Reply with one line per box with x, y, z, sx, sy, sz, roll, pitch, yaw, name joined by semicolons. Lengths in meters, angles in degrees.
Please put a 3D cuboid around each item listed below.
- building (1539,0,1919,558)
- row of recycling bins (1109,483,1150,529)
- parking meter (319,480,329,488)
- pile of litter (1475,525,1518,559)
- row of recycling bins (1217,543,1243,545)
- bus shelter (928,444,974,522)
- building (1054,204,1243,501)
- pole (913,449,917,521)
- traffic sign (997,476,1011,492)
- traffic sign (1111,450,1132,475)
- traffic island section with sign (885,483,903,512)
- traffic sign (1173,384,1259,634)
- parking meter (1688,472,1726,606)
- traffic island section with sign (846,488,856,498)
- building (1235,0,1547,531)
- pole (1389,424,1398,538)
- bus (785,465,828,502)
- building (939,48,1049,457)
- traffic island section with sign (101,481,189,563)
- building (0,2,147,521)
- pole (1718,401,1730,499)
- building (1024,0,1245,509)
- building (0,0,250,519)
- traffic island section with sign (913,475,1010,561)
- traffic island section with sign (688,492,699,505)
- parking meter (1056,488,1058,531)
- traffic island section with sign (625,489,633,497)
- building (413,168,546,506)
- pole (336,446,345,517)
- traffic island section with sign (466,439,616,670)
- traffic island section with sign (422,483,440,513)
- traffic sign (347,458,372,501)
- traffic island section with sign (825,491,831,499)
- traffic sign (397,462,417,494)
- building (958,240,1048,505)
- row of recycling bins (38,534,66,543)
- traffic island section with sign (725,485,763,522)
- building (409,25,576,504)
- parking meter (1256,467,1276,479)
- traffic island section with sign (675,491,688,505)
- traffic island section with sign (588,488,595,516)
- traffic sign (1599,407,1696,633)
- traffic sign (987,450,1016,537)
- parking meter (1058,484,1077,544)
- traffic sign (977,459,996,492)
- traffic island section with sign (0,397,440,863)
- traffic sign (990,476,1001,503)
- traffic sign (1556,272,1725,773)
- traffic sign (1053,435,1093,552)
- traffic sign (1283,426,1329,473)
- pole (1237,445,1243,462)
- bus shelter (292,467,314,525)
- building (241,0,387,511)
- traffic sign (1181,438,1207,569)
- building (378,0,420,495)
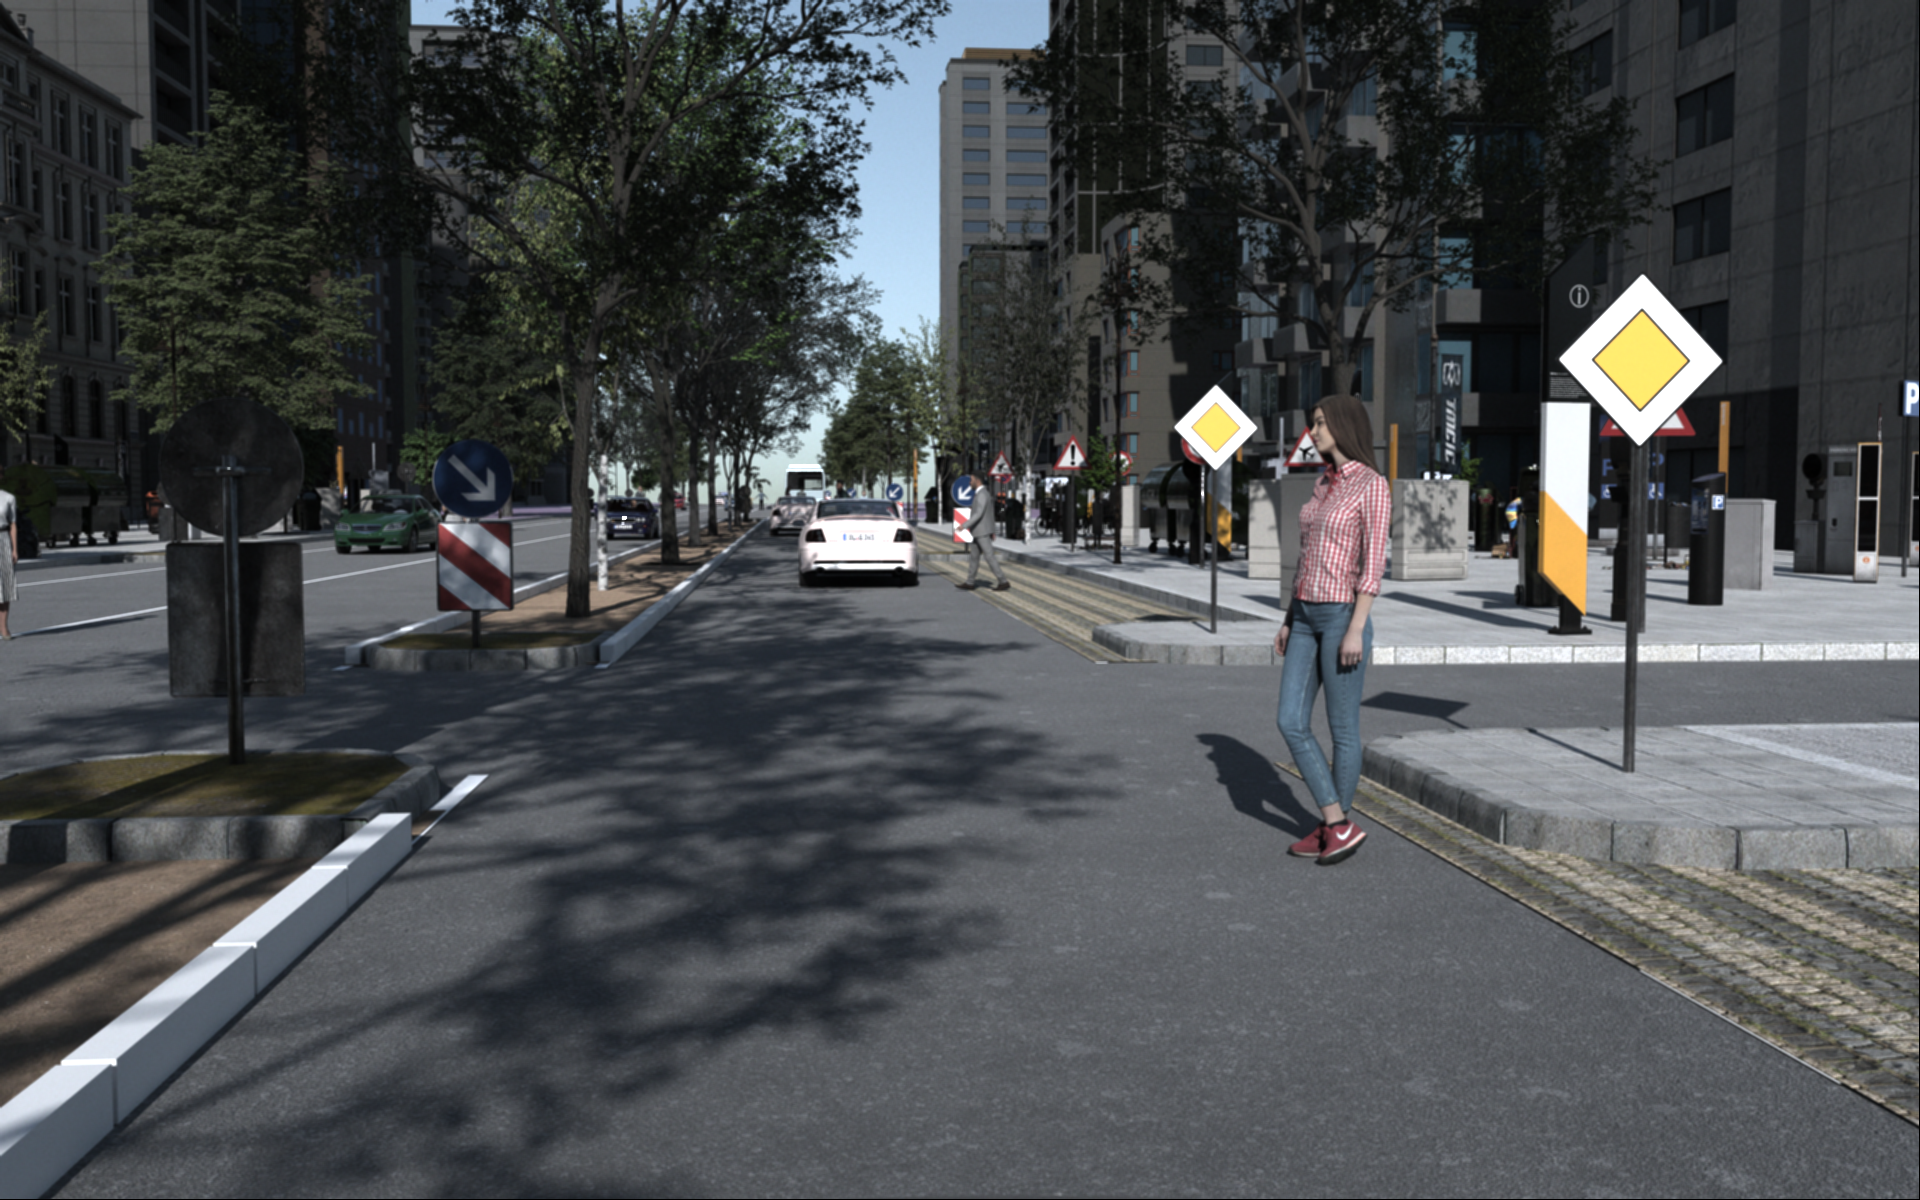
28.627;-36.881;41.252;20.611;71.187;20.563;0;4;-5;building
7.077;-3.562;65.346;3.534;1.692;1.069;-2;4;-34;row of recycling bins
-26.389;-4.051;71.941;0.255;1.863;0.399;1;4;13;parking meter
11.140;-1.264;34.635;1.719;0.858;1.176;1;4;16;pile of litter
8.092;-2.226;43.505;3.534;1.692;1.069;1;4;13;row of recycling bins
-0.428;-5.601;82.864;1.731;3.624;6.357;0;4;-6;bus shelter
22.397;-16.848;120.509;27.650;21.520;28.899;0;4;-5;building
-2.018;-5.154;78.112;0.158;3.312;0.155;0;3;0;pole
2.083;-5.080;83.162;0.768;2.556;0.104;0;4;-1;traffic sign
4.604;-3.064;50.210;0.768;2.556;0.104;0;4;1;traffic sign
-2.601;-3.438;64.840;1.989;1.847;2.006;0;4;-5;traffic island section with sign
2.332;-0.749;15.883;0.795;2.450;0.064;0;4;-5;traffic sign
8.646;-0.712;20.045;0.372;1.533;0.369;0;3;0;parking meter
-7.355;-6.511;115.085;1.989;1.847;2.006;0;4;-5;traffic island section with sign
24.468;-27.668;71.973;23.786;49.044;30.456;0;4;-5;building
12.620;-3.463;50.460;0.158;3.312;0.155;0;3;0;pole
-10.412;-7.493;117.372;2.948;3.499;13.247;0;4;-4;bus
7.731;-42.500;236.881;21.231;58.520;28.212;0;4;-5;building
-17.039;-1.744;37.145;1.989;1.847;2.006;0;4;-5;traffic island section with sign
-43.483;-15.142;66.651;14.460;24.649;34.723;0;4;-5;building
16.834;-2.713;38.206;0.158;3.312;0.155;0;3;0;pole
16.764;-43.121;143.280;20.563;71.187;20.611;0;4;-5;building
-49.520;-40.196;95.454;20.563;71.187;20.611;0;4;-5;building
-0.027;-1.773;37.617;1.989;1.847;2.006;0;4;-5;traffic island section with sign
-34.582;-13.082;222.518;1.989;1.847;2.006;0;4;-5;traffic island section with sign
3.400;-3.041;58.127;0.372;1.533;0.369;0;3;0;parking meter
-26.836;-8.077;140.690;1.989;1.847;2.006;0;4;-5;traffic island section with sign
-64.188;-30.749;194.633;32.217;40.220;23.993;0;4;-5;building
-26.379;-4.893;73.849;0.158;3.312;0.155;0;3;0;pole
-4.089;-0.421;15.014;2.006;1.907;1.989;0;4;-5;traffic island section with sign
-19.567;-3.386;63.982;1.989;1.847;2.006;0;4;-5;traffic island section with sign
-21.465;-3.786;61.909;0.884;2.594;0.081;0;4;3;traffic sign
-9.898;-8.152;141.920;1.989;1.847;2.006;0;4;-5;traffic island section with sign
-21.889;-4.185;68.525;0.768;2.556;0.104;0;4;-5;traffic sign
7.728;-26.305;201.787;14.160;30.474;14.107;0;4;-5;building
-24.718;-2.324;45.107;1.069;1.692;3.534;1;4;14;row of recycling bins
-11.180;-4.996;89.818;2.006;1.907;1.989;0;4;-5;traffic island section with sign
-61.481;-41.511;220.697;21.231;58.520;28.212;0;4;-5;building
6.495;-1.907;36.890;0.399;1.863;0.255;-1;4;-22;parking meter
-31.891;-11.349;194.188;1.989;1.847;2.006;0;4;-5;traffic island section with sign
-24.236;-6.398;113.238;1.989;1.847;2.006;0;4;-5;traffic island section with sign
6.291;-0.973;15.919;0.884;2.594;0.081;0;4;-1;traffic sign
1.238;-3.154;51.576;0.884;2.594;0.081;0;4;3;traffic sign
2.845;-2.238;44.997;0.372;1.533;0.369;0;3;0;parking meter
0.984;-3.689;60.426;0.768;2.556;0.104;0;4;-2;traffic sign
-3.400;0.030;7.639;2.006;1.907;1.989;0;4;-5;traffic island section with sign
1.195;-4.052;66.255;0.884;2.594;0.081;0;4;-4;traffic sign
3.084;-0.262;7.933;0.795;2.450;0.064;0;4;-5;traffic sign
2.474;-2.324;37.999;0.884;2.594;0.081;0;4;1;traffic sign
6.633;-2.033;33.237;0.884;2.594;0.081;0;3;0;traffic sign
10.509;-4.360;65.123;0.158;3.312;0.155;0;3;0;pole
-26.089;-4.589;66.311;1.731;3.624;6.357;0;4;-5;bus shelter
-46.907;-28.384;114.190;14.600;45.320;14.200;0;4;-5;building
4.165;-1.811;29.724;0.768;2.556;0.104;0;4;-2;traffic sign
-49.273;-27.245;129.045;14.154;41.232;14.086;0;4;-5;building
